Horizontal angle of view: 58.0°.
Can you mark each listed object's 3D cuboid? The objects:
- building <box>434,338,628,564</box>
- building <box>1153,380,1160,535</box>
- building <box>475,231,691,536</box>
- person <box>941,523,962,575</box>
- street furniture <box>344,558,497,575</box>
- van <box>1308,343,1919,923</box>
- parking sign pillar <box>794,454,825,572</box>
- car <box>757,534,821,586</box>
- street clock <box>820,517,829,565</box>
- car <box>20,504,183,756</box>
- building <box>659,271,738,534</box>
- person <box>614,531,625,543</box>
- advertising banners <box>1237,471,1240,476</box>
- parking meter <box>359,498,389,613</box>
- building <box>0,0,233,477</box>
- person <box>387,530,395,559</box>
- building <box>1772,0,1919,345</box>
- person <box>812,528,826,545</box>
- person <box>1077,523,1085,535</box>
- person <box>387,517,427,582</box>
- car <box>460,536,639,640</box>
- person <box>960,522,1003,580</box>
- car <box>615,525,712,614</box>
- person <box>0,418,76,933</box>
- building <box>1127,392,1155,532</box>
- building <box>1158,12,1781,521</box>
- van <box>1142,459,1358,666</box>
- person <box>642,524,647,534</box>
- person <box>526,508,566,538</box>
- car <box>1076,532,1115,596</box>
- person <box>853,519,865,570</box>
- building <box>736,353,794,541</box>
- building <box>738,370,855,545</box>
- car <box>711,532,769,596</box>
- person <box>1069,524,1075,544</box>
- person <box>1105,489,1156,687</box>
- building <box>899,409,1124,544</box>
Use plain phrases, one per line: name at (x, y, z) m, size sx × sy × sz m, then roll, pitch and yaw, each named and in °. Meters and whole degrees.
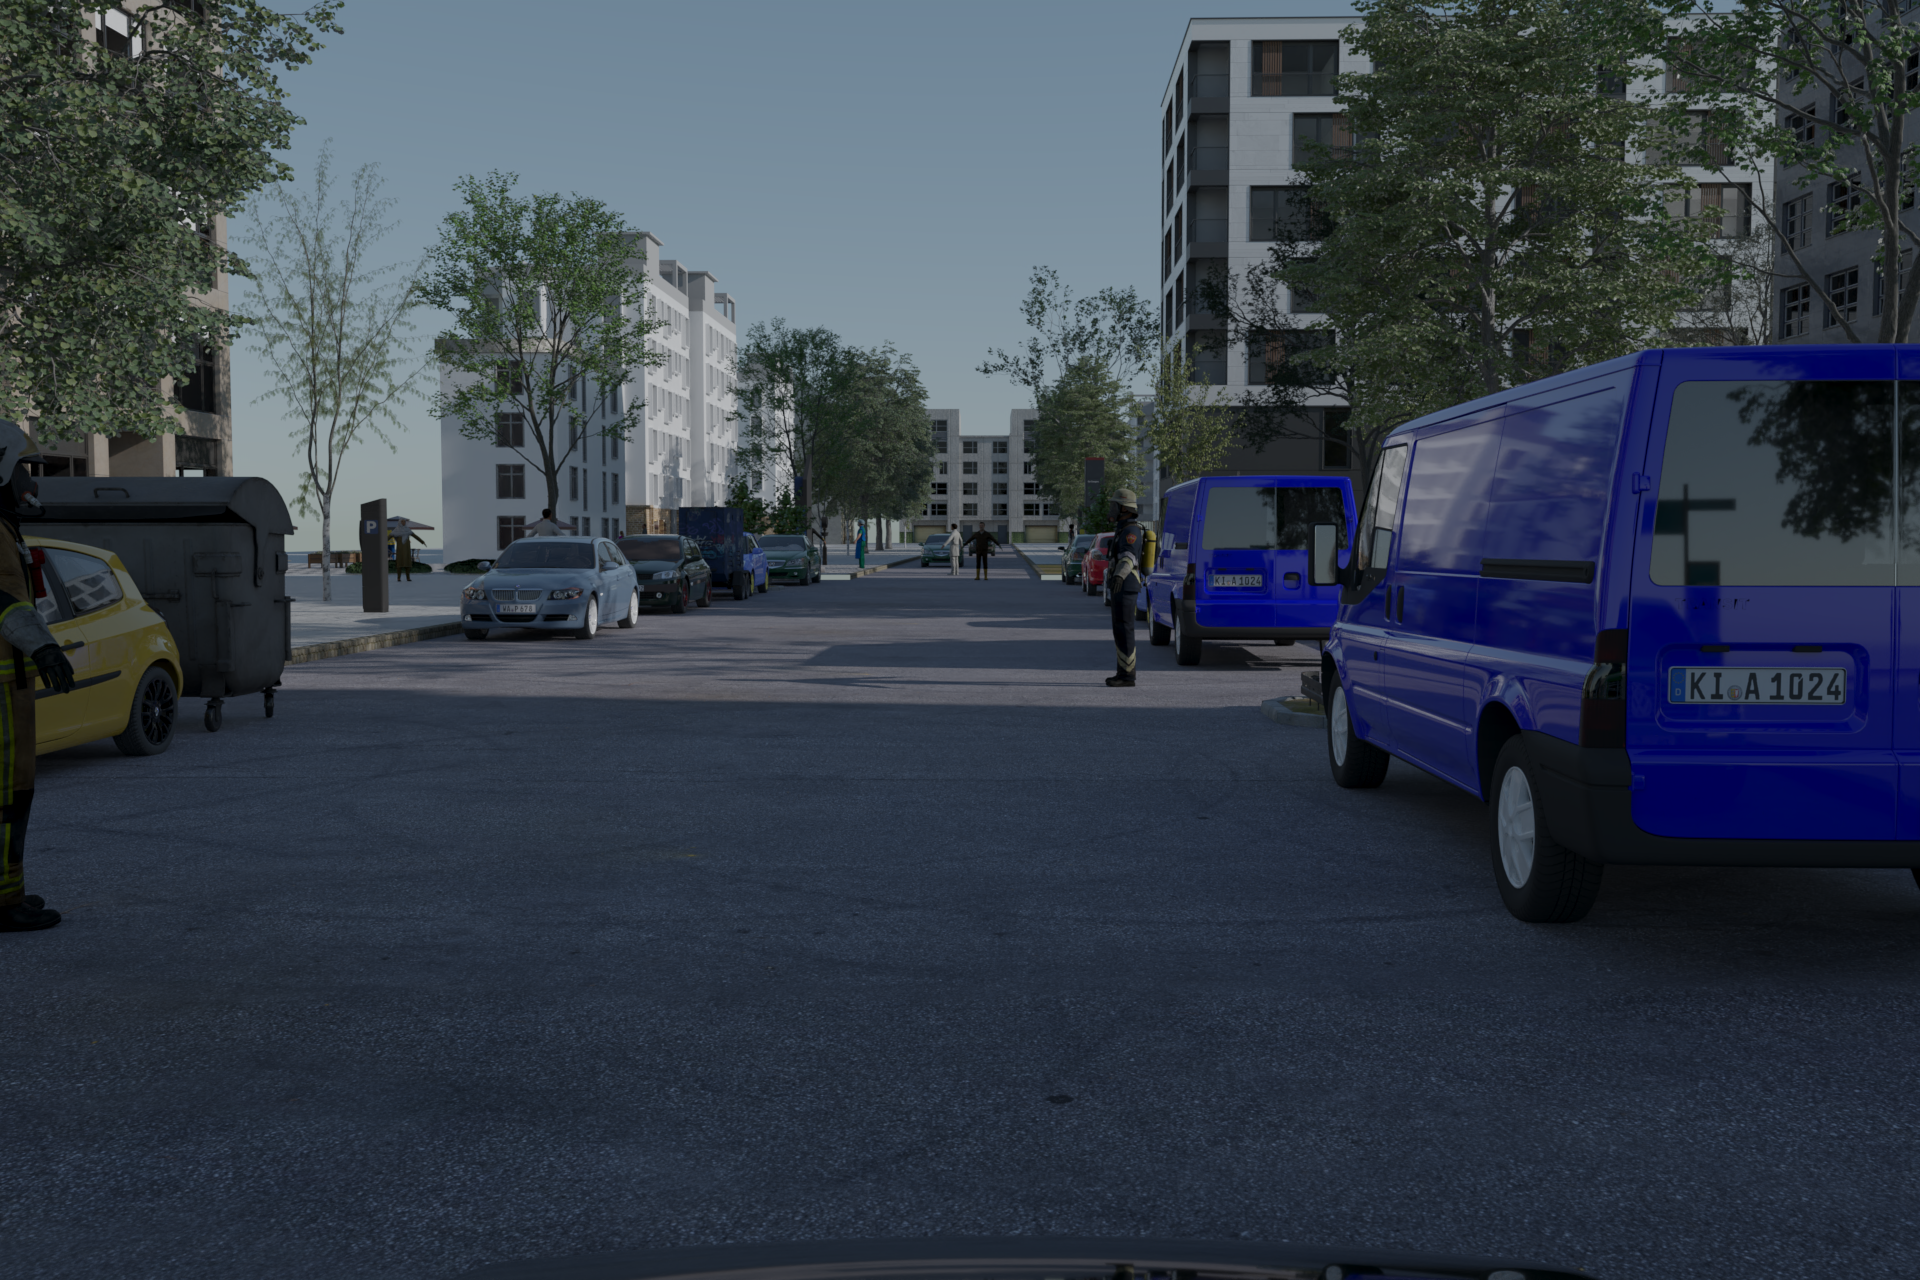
building at (-21.494, -8.954, 88.550) m, size 9.099 × 9.664 × 28.070 m, roll 0°, pitch 4°, yaw 1°
building at (28.933, -21.788, 212.645) m, size 16.016 × 20.090 × 11.380 m, roll 0°, pitch 4°, yaw 1°
building at (-24.400, -15.495, 109.769) m, size 16.016 × 20.090 × 11.380 m, roll 0°, pitch 4°, yaw 2°
person at (-0.230, -3.175, 60.553) m, size 0.705 × 1.806 × 1.347 m, roll 2°, pitch 4°, yaw 30°
street furniture at (-14.363, -2.475, 56.097) m, size 10.072 × 0.657 × 5.734 m, roll 1°, pitch 4°, yaw 15°
van at (3.019, -0.222, 8.013) m, size 2.240 × 2.365 × 5.245 m, roll 0°, pitch 4°, yaw 1°
parking sign pillar at (-5.250, -4.256, 58.050) m, size 1.447 × 3.967 × 1.447 m, roll 0°, pitch 4°, yaw 2°
car at (-5.052, -2.309, 49.553) m, size 2.131 × 1.459 × 4.920 m, roll 0°, pitch 4°, yaw 2°
street clock at (-5.576, -4.085, 71.354) m, size 0.358 × 2.002 × 0.471 m, roll 0°, pitch 4°, yaw 2°
car at (-6.069, 0.022, 9.863) m, size 2.015 × 1.641 × 3.980 m, roll 0°, pitch 4°, yaw 1°
building at (-23.127, -16.486, 125.967) m, size 16.016 × 20.090 × 11.380 m, roll 0°, pitch 4°, yaw 2°
person at (-14.940, -4.097, 76.249) m, size 0.599 × 1.433 × 0.991 m, roll 3°, pitch 5°, yaw 43°
advertising banners at (7.762, -3.231, 49.019) m, size 0.090 × 3.025 × 2.074 m, roll 0°, pitch 4°, yaw 2°
parking meter at (-9.589, -1.384, 28.333) m, size 0.399 × 1.863 × 0.255 m, roll 0°, pitch 4°, yaw 2°
building at (-31.859, -14.172, 34.917) m, size 19.350 × 26.588 × 34.151 m, roll 0°, pitch 4°, yaw 1°
person at (-23.128, -3.918, 70.527) m, size 1.216 × 1.772 × 0.721 m, roll 2°, pitch 4°, yaw 25°
building at (28.310, -13.509, 39.280) m, size 11.959 × 24.771 × 22.079 m, roll 0°, pitch 4°, yaw 2°
person at (-5.568, -3.517, 63.438) m, size 1.347 × 1.837 × 0.705 m, roll -1°, pitch 4°, yaw -10°
person at (5.906, -4.643, 81.882) m, size 1.349 × 1.833 × 0.705 m, roll 3°, pitch 5°, yaw 44°
person at (-15.037, -2.451, 46.849) m, size 1.217 × 1.736 × 0.721 m, roll -2°, pitch 4°, yaw -33°
car at (-5.828, -0.799, 25.072) m, size 2.014 × 1.417 × 4.499 m, roll 0°, pitch 4°, yaw 1°
person at (0.675, -2.765, 53.806) m, size 1.346 × 1.812 × 0.704 m, roll 1°, pitch 4°, yaw 11°
car at (-5.766, -1.386, 32.447) m, size 2.009 × 1.686 × 4.222 m, roll 0°, pitch 4°, yaw 1°
person at (-3.502, 0.116, 6.332) m, size 0.705 × 1.858 × 1.354 m, roll -3°, pitch 4°, yaw -38°
building at (27.413, -22.884, 230.573) m, size 16.016 × 20.090 × 11.380 m, roll 0°, pitch 4°, yaw 1°
building at (23.567, -14.729, 84.799) m, size 27.936 × 21.610 × 32.646 m, roll 0°, pitch 4°, yaw 2°
van at (3.336, -0.986, 20.505) m, size 2.240 × 2.365 × 5.245 m, roll 0°, pitch 3°, yaw 0°
person at (-15.670, -4.869, 85.880) m, size 0.705 × 1.796 × 1.348 m, roll -1°, pitch 4°, yaw -11°
person at (-8.504, -1.812, 35.780) m, size 1.344 × 1.810 × 0.704 m, roll 1°, pitch 4°, yaw 18°
car at (3.880, -1.995, 41.655) m, size 2.155 × 1.783 × 4.494 m, roll 0°, pitch 4°, yaw 2°
person at (-3.619, -3.467, 62.812) m, size 0.704 × 1.817 × 1.347 m, roll 1°, pitch 4°, yaw 9°
building at (-23.873, -19.906, 181.876) m, size 16.016 × 20.090 × 11.380 m, roll 0°, pitch 4°, yaw 1°
building at (-23.397, -23.749, 219.220) m, size 19.493 × 23.208 × 18.063 m, roll 0°, pitch 4°, yaw 1°
car at (-5.563, -1.916, 40.925) m, size 1.945 × 1.707 × 3.694 m, roll 0°, pitch 4°, yaw 2°
person at (5.981, -5.263, 92.191) m, size 0.704 × 1.843 × 1.345 m, roll -1°, pitch 4°, yaw -11°
person at (1.518, -0.496, 16.347) m, size 0.705 × 1.856 × 1.354 m, roll 0°, pitch 4°, yaw 3°
building at (7.333, -23.357, 250.794) m, size 31.486 × 18.905 × 16.747 m, roll 0°, pitch 4°, yaw 1°
